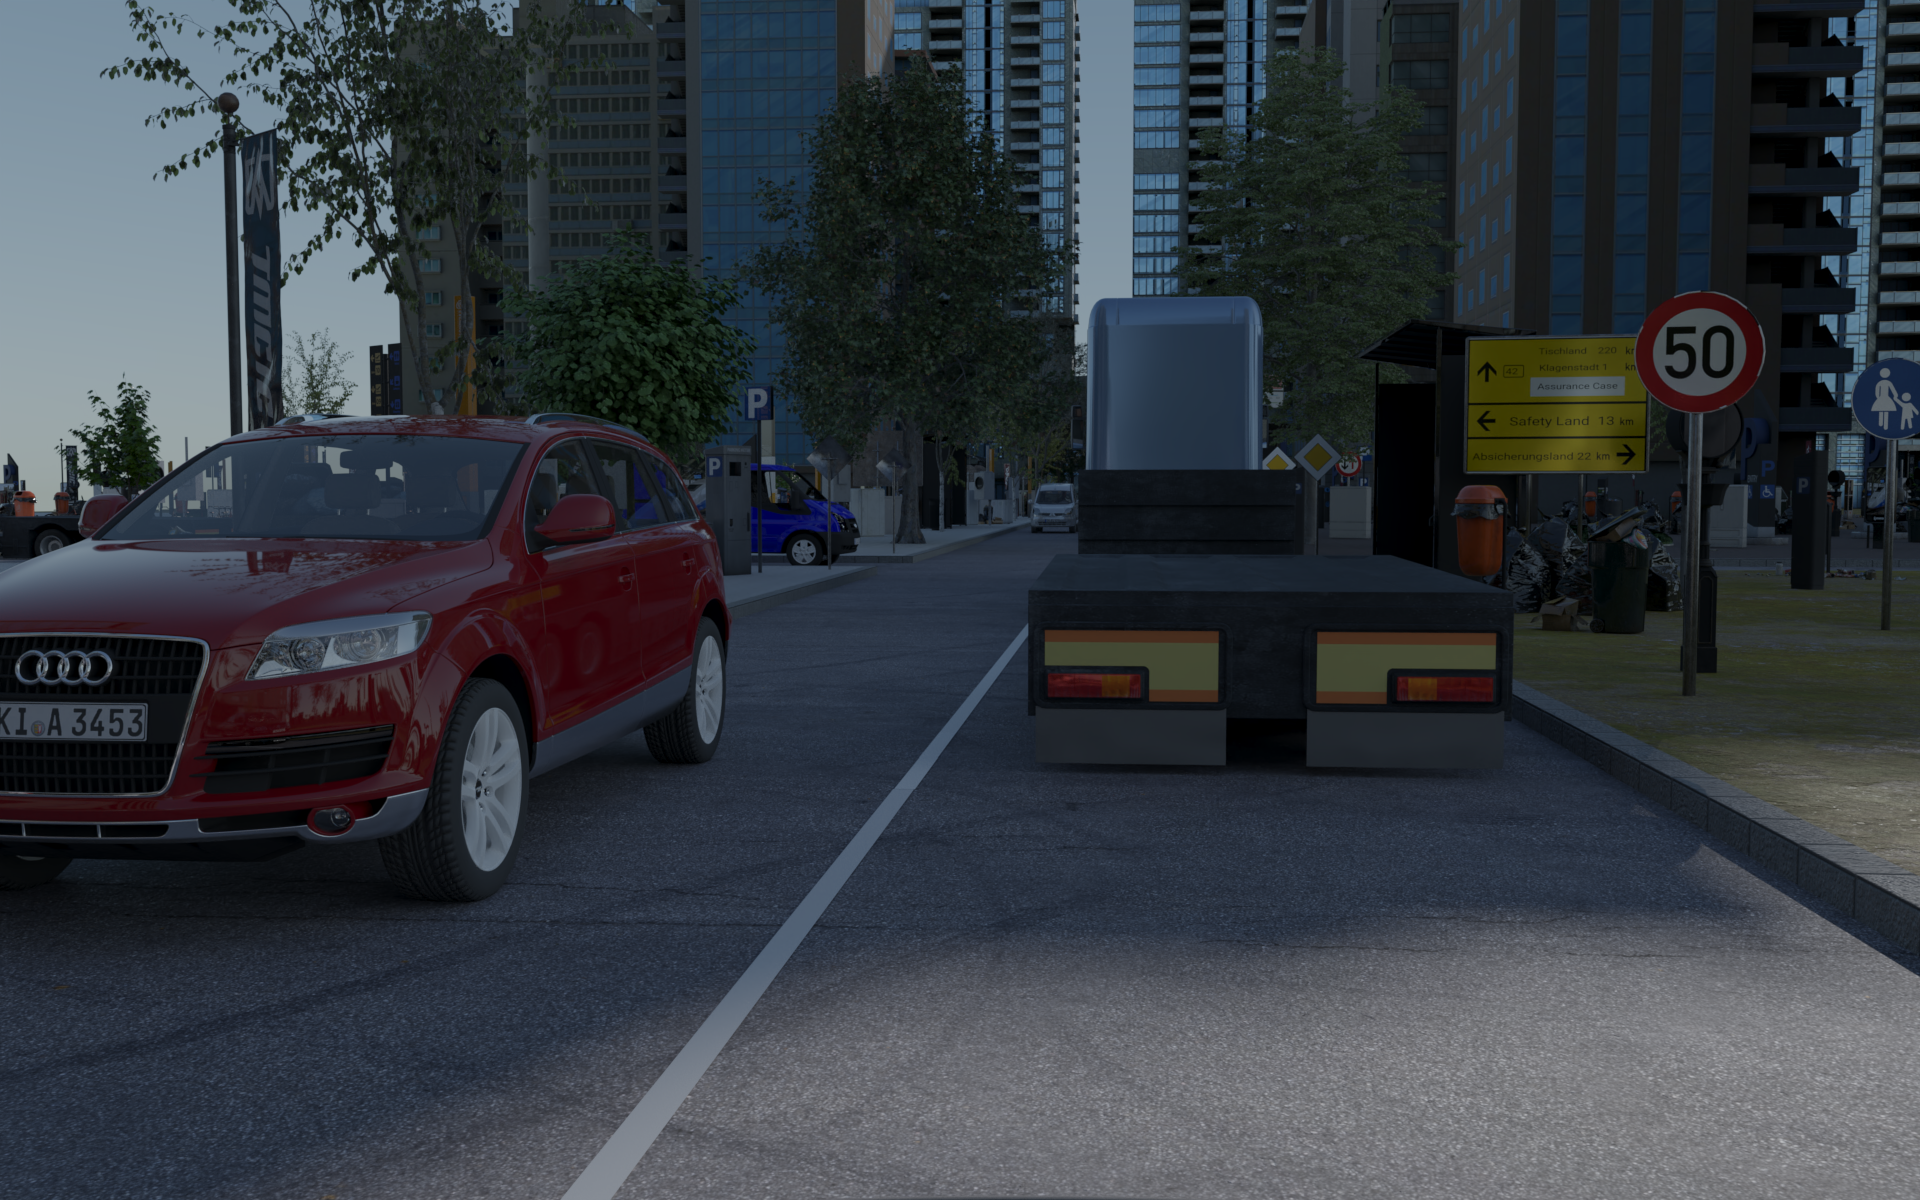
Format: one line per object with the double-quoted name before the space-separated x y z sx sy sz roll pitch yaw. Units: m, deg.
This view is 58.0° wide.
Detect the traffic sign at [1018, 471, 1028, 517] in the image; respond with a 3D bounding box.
"traffic sign" 3.493 -5.828 95.397 0.768 2.556 0.104 1 4 12

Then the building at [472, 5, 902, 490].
"building" -20.034 -27.514 141.733 32.217 40.220 23.993 0 4 6

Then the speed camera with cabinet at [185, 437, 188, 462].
"speed camera with cabinet" -26.031 -4.020 60.061 2.038 3.252 0.660 0 4 4

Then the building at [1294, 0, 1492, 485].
"building" 37.251 -30.709 152.200 14.600 45.320 14.200 0 4 6

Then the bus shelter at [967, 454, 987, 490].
"bus shelter" 0.454 -5.833 89.297 2.014 3.302 5.546 0 4 6

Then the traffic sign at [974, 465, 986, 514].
"traffic sign" 0.816 -4.668 76.432 0.768 2.556 0.104 1 4 12

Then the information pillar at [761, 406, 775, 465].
"information pillar" -4.260 -2.881 38.453 0.183 3.616 0.504 -2 4 -35

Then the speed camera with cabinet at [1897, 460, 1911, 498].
"speed camera with cabinet" 53.527 -6.422 99.339 2.038 3.252 0.660 -1 4 -12

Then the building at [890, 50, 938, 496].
"building" -15.184 -31.398 167.989 28.867 44.769 22.147 0 4 6

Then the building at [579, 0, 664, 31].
"building" -43.347 -55.604 221.795 31.000 86.520 22.319 0 4 6

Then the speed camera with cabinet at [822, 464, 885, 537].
"speed camera with cabinet" -3.185 -3.520 51.885 2.038 3.252 0.660 -3 5 -44

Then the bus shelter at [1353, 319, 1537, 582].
"bus shelter" 7.191 -2.137 26.231 1.731 3.624 6.357 0 4 6

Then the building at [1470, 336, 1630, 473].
"building" 63.792 -36.308 213.251 30.456 49.044 23.786 0 4 6

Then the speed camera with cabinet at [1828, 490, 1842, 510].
"speed camera with cabinet" 39.981 -5.256 80.276 0.660 3.252 2.038 -1 4 -9

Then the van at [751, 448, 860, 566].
"van" -4.572 -1.799 33.791 5.245 2.365 2.240 0 4 7

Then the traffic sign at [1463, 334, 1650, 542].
"traffic sign" 7.649 -1.737 22.267 2.265 3.308 0.079 1 4 12

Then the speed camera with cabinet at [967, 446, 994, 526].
"speed camera with cabinet" 0.573 -4.698 71.155 0.660 3.252 2.038 -3 4 -37

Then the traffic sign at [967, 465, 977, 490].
"traffic sign" 0.350 -4.611 75.502 0.768 2.556 0.104 1 4 12

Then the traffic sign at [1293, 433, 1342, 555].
"traffic sign" 5.888 -1.524 28.562 0.795 2.450 0.064 0 4 6

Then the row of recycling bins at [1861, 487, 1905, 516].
"row of recycling bins" 51.535 -5.479 96.698 1.069 1.692 3.534 0 4 0

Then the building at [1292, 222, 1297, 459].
"building" 39.017 -24.157 166.675 14.160 30.474 14.107 0 4 6

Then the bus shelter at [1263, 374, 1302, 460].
"bus shelter" 9.471 -4.759 55.440 2.179 5.291 8.768 0 4 6

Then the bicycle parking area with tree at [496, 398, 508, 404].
"bicycle parking area with tree" -11.143 -3.927 51.214 8.231 4.147 9.016 1 4 20

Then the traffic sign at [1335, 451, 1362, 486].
"traffic sign" 11.467 -3.123 51.163 0.768 2.556 0.104 1 4 8

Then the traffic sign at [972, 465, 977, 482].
"traffic sign" 0.712 -4.701 76.868 0.884 2.594 0.081 1 4 11

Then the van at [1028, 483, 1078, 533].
"van" 3.573 -3.526 64.655 2.013 2.044 4.112 0 4 7

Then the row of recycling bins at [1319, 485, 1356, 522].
"row of recycling bins" 17.097 -4.464 80.106 3.534 1.692 1.069 -2 4 -29

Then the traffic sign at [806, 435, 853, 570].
"traffic sign" -2.214 -1.575 29.386 0.795 2.450 0.064 0 4 6

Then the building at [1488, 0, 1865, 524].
"building" 31.300 -26.274 79.696 14.600 45.320 14.200 0 4 6

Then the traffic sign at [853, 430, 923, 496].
"traffic sign" -2.317 -3.769 55.500 2.265 3.308 0.079 0 4 6

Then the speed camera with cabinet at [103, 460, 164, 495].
"speed camera with cabinet" -20.779 -3.012 43.585 0.660 3.252 2.038 0 4 3

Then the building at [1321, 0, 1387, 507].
"building" 38.206 -35.970 130.109 21.231 58.520 28.212 0 4 6

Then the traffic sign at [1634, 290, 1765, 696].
"traffic sign" 4.641 -0.663 10.948 0.768 2.556 0.104 1 4 14

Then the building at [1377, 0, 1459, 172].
"building" 31.496 -20.223 102.351 14.160 30.474 14.107 0 4 6

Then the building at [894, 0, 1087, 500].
"building" 1.966 -55.333 217.372 31.000 86.520 22.319 0 4 6

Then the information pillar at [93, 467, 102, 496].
"information pillar" -52.842 -7.016 106.072 0.504 3.616 0.183 -1 4 -14

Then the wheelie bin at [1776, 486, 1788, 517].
"wheelie bin" 32.080 -3.688 68.204 0.980 1.594 0.693 -2 4 -29

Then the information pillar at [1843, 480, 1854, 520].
"information pillar" 44.863 -5.074 87.448 0.304 2.012 0.304 -1 4 -15

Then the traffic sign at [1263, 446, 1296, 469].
"traffic sign" 6.678 -2.010 36.508 0.795 2.450 0.064 0 4 6

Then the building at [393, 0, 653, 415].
"building" -40.990 -33.467 170.891 21.600 48.544 21.300 0 4 6

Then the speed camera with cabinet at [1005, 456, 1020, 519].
"speed camera with cabinet" 2.685 -5.842 89.847 0.660 3.252 2.038 0 4 -4

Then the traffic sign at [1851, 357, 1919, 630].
"traffic sign" 8.732 -0.988 16.263 0.768 2.556 0.104 1 4 9

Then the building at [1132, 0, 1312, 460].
"building" 33.075 -55.111 213.734 31.000 86.520 22.319 0 4 6

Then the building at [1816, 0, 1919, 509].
"building" 79.616 -51.623 156.703 31.000 86.520 22.319 0 4 6

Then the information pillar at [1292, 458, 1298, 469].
"information pillar" 19.950 -6.865 103.599 0.504 3.616 0.183 2 4 27

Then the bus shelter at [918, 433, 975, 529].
"bus shelter" -0.510 -4.607 66.610 1.731 3.624 6.357 0 4 5

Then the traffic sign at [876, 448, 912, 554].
"traffic sign" -1.424 -2.061 37.332 0.795 2.450 0.064 0 4 6

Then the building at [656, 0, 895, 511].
"building" -12.378 -28.838 121.615 14.600 45.320 14.200 0 4 6
